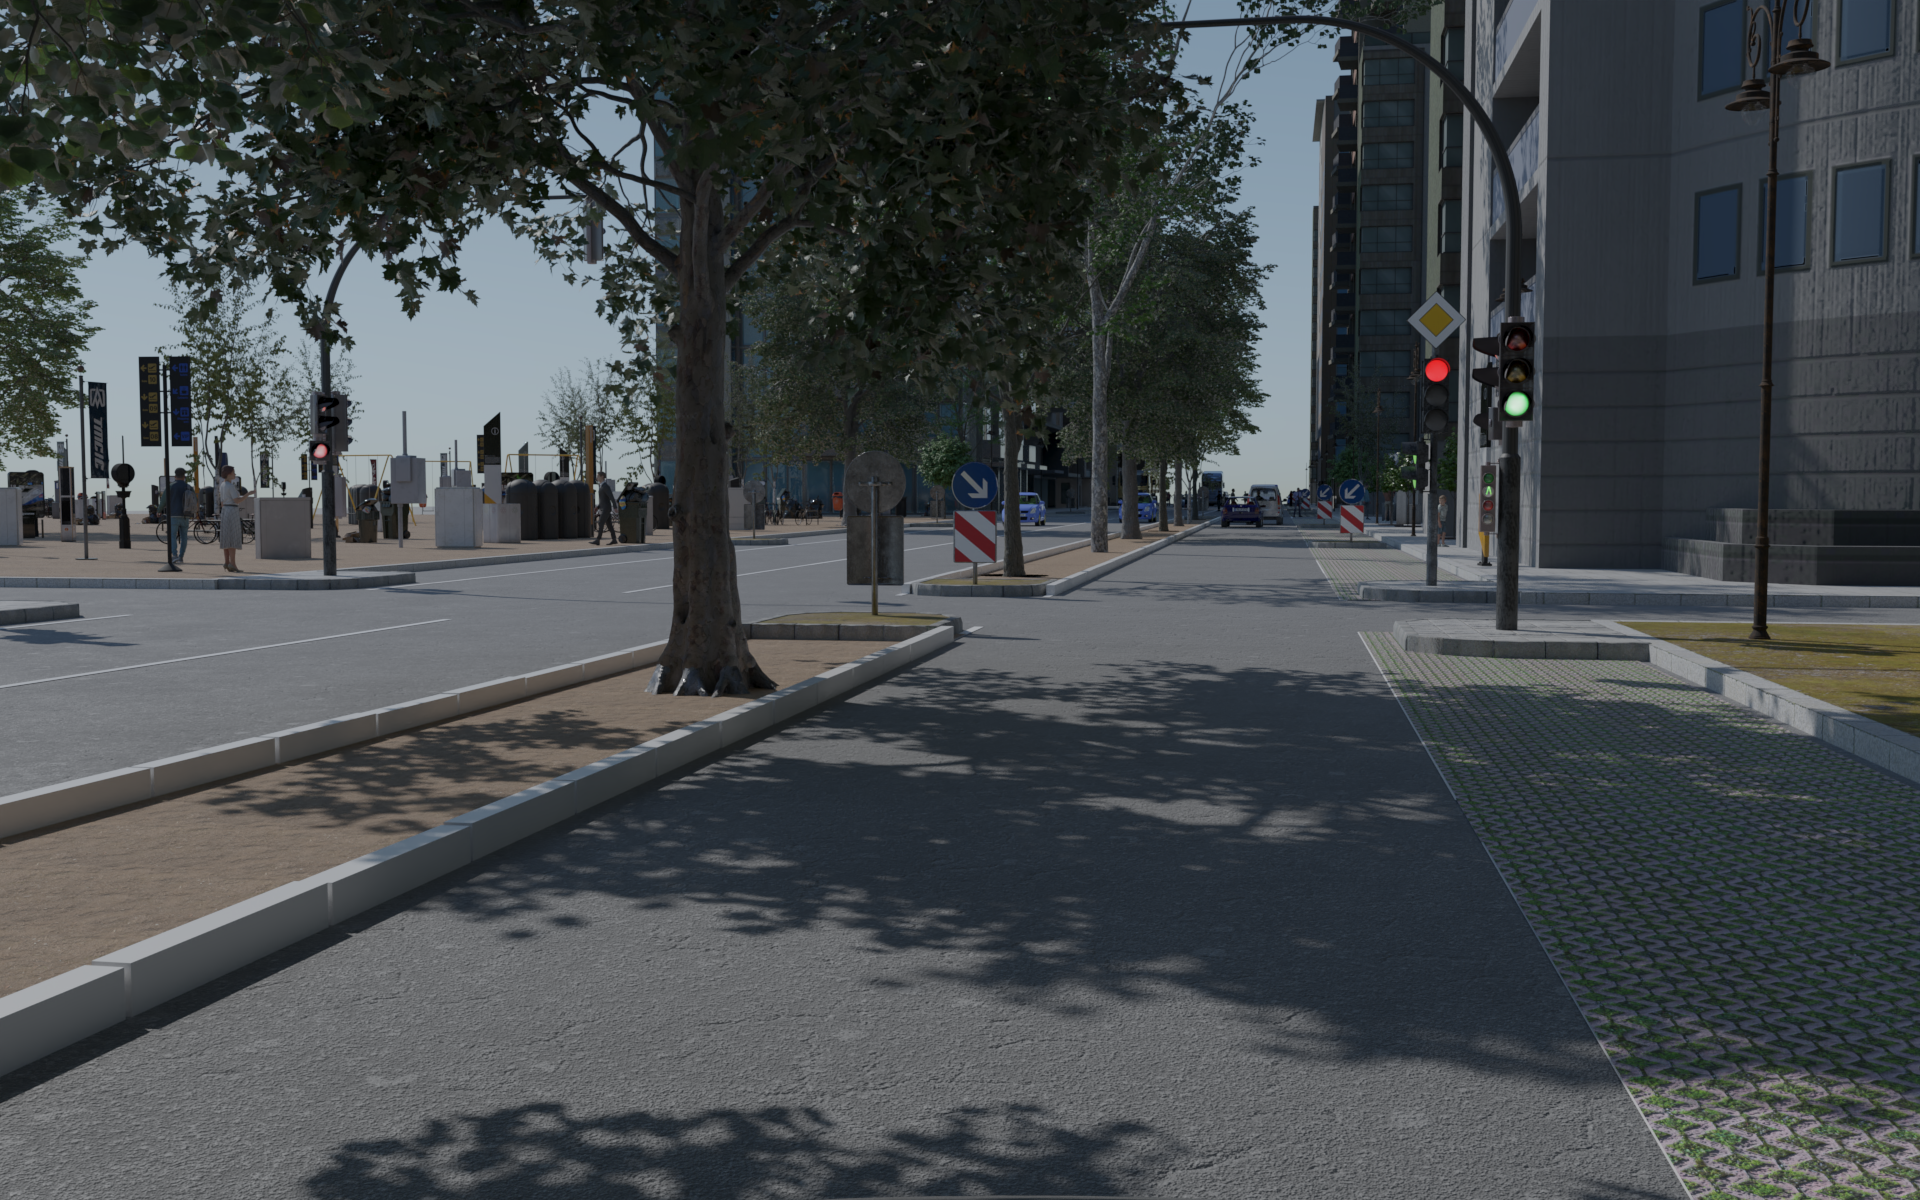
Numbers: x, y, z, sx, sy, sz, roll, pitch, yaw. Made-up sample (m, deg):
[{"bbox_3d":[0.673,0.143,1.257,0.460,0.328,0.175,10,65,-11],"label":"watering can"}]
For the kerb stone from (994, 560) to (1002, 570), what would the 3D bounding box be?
[{"bbox_3d":[0.601,-0.622,32.408,0.120,0.150,1.000,1,4,10],"label":"kerb stone"}]

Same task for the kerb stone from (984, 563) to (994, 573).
[{"bbox_3d":[0.423,-0.562,31.401,0.120,0.150,1.000,1,4,10],"label":"kerb stone"}]

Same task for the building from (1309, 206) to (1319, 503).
[{"bbox_3d":[56.937,-34.397,245.982,14.154,41.232,14.086,1,4,10],"label":"building"}]

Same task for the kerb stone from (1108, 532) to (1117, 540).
[{"bbox_3d":[4.844,-2.040,55.570,0.120,0.150,1.000,1,4,10],"label":"kerb stone"}]

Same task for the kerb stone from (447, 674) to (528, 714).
[{"bbox_3d":[-3.197,0.644,11.669,0.120,0.150,1.000,1,4,10],"label":"kerb stone"}]

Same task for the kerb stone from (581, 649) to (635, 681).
[{"bbox_3d":[-2.826,0.527,13.681,0.120,0.150,1.000,1,4,10],"label":"kerb stone"}]

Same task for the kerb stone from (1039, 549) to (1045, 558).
[{"bbox_3d":[1.710,-0.993,38.453,0.120,0.150,1.000,1,4,10],"label":"kerb stone"}]

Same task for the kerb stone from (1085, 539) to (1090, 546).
[{"bbox_3d":[3.375,-1.548,47.510,0.120,0.150,1.000,1,4,10],"label":"kerb stone"}]

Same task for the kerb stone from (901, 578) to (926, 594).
[{"bbox_3d":[-0.692,-0.187,25.355,0.120,0.150,1.000,1,4,10],"label":"kerb stone"}]

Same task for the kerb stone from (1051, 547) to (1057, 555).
[{"bbox_3d":[2.080,-1.117,40.465,0.120,0.150,1.000,1,4,10],"label":"kerb stone"}]

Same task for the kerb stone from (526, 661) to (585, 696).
[{"bbox_3d":[-3.015,0.591,12.675,0.120,0.150,1.000,1,4,10],"label":"kerb stone"}]

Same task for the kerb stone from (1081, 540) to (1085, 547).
[{"bbox_3d":[3.179,-1.487,46.507,0.120,0.150,1.000,1,4,10],"label":"kerb stone"}]

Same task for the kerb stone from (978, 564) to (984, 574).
[{"bbox_3d":[0.232,-0.501,30.394,0.120,0.150,1.000,1,4,10],"label":"kerb stone"}]

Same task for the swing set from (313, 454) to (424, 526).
[{"bbox_3d":[-23.632,-4.355,68.818,3.119,2.851,2.862,2,4,23],"label":"swing set"}]

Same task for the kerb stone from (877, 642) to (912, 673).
[{"bbox_3d":[-0.576,0.482,14.310,0.120,0.150,1.000,1,4,10],"label":"kerb stone"}]

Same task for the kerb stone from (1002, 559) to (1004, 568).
[{"bbox_3d":[0.787,-0.683,33.412,0.120,0.150,1.000,1,4,10],"label":"kerb stone"}]

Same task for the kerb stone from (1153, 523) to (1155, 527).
[{"bbox_3d":[7.983,-3.090,72.711,0.120,0.150,1.000,1,4,10],"label":"kerb stone"}]

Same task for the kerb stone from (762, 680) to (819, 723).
[{"bbox_3d":[-1.122,0.667,11.292,0.120,0.150,1.000,1,4,10],"label":"kerb stone"}]

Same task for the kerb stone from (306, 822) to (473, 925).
[{"bbox_3d":[-2.051,0.982,6.250,0.120,0.150,1.000,1,4,10],"label":"kerb stone"}]

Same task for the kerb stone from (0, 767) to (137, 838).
[{"bbox_3d":[-3.938,0.891,7.629,0.120,0.150,1.000,1,4,10],"label":"kerb stone"}]

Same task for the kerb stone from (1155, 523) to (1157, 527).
[{"bbox_3d":[8.166,-3.151,73.717,0.120,0.150,1.000,1,4,10],"label":"kerb stone"}]

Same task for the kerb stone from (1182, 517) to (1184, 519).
[{"bbox_3d":[12.592,-4.629,97.897,0.120,0.150,1.000,1,4,10],"label":"kerb stone"}]

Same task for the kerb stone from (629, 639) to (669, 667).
[{"bbox_3d":[-2.642,0.461,14.686,0.120,0.150,1.000,1,4,10],"label":"kerb stone"}]

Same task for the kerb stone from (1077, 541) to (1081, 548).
[{"bbox_3d":[3.005,-1.425,45.492,0.120,0.150,1.000,1,4,10],"label":"kerb stone"}]

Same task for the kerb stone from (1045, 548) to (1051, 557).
[{"bbox_3d":[1.891,-1.056,39.460,0.120,0.150,1.000,1,4,10],"label":"kerb stone"}]

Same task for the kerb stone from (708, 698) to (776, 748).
[{"bbox_3d":[-1.311,0.729,10.278,0.120,0.150,1.000,1,4,10],"label":"kerb stone"}]

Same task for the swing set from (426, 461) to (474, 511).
[{"bbox_3d":[-24.525,-5.117,81.279,3.119,2.851,2.862,-2,4,-24],"label":"swing set"}]

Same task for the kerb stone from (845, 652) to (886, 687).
[{"bbox_3d":[-0.757,0.544,13.304,0.120,0.150,1.000,1,4,10],"label":"kerb stone"}]

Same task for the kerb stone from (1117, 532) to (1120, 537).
[{"bbox_3d":[5.025,-2.103,56.580,0.120,0.150,1.000,1,4,10],"label":"kerb stone"}]

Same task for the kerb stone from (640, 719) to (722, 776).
[{"bbox_3d":[-1.503,0.790,9.273,0.120,0.150,1.000,1,4,10],"label":"kerb stone"}]

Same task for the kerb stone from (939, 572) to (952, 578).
[{"bbox_3d":[-0.322,-0.316,27.367,0.120,0.150,1.000,1,4,10],"label":"kerb stone"}]

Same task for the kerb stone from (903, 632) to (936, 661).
[{"bbox_3d":[-0.389,0.420,15.322,0.120,0.150,1.000,1,4,10],"label":"kerb stone"}]

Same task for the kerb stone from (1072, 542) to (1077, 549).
[{"bbox_3d":[2.816,-1.363,44.488,0.120,0.150,1.000,1,4,10],"label":"kerb stone"}]

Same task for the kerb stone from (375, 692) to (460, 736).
[{"bbox_3d":[-3.382,0.711,10.663,0.120,0.150,1.000,1,4,10],"label":"kerb stone"}]

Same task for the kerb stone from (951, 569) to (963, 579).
[{"bbox_3d":[-0.142,-0.378,28.373,0.120,0.150,1.000,1,4,10],"label":"kerb stone"}]

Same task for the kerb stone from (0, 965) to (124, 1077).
[{"bbox_3d":[-2.423,1.104,4.237,0.120,0.150,1.000,1,4,10],"label":"kerb stone"}]

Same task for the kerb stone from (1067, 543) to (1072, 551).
[{"bbox_3d":[2.634,-1.302,43.482,0.120,0.150,1.000,1,4,10],"label":"kerb stone"}]

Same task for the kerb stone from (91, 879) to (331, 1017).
[{"bbox_3d":[-2.237,1.037,5.242,0.120,0.150,1.000,1,4,10],"label":"kerb stone"}]

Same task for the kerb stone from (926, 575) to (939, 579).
[{"bbox_3d":[-0.509,-0.251,26.362,0.120,0.150,1.000,1,4,10],"label":"kerb stone"}]

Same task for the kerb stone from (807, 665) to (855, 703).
[{"bbox_3d":[-0.940,0.605,12.298,0.120,0.150,1.000,1,4,10],"label":"kerb stone"}]

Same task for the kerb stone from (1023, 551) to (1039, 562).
[{"bbox_3d":[1.521,-0.931,37.448,0.120,0.150,1.000,1,4,10],"label":"kerb stone"}]

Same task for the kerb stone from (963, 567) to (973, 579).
[{"bbox_3d":[0.047,-0.434,29.389,0.120,0.150,1.000,1,4,10],"label":"kerb stone"}]

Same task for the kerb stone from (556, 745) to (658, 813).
[{"bbox_3d":[-1.687,0.852,8.267,0.120,0.150,1.000,1,4,10],"label":"kerb stone"}]

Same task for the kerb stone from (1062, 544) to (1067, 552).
[{"bbox_3d":[2.442,-1.241,42.478,0.120,0.150,1.000,1,4,10],"label":"kerb stone"}]

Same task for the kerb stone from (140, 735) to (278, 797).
[{"bbox_3d":[-3.753,0.829,8.635,0.120,0.150,1.000,1,4,10],"label":"kerb stone"}]

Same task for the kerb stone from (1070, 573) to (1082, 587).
[{"bbox_3d":[1.736,-0.290,26.936,0.120,0.150,1.000,1,4,10],"label":"kerb stone"}]

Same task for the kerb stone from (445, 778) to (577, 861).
[{"bbox_3d":[-1.870,0.914,7.256,0.120,0.150,1.000,1,4,10],"label":"kerb stone"}]

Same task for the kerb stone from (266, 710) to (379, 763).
[{"bbox_3d":[-3.564,0.767,9.651,0.120,0.150,1.000,1,4,10],"label":"kerb stone"}]

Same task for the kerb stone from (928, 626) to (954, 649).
[{"bbox_3d":[-0.211,0.359,16.329,0.120,0.150,1.000,1,4,10],"label":"kerb stone"}]

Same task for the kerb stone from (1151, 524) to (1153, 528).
[{"bbox_3d":[7.798,-3.024,71.699,0.120,0.150,1.000,1,4,10],"label":"kerb stone"}]

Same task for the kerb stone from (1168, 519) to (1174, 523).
[{"bbox_3d":[10.746,-4.010,87.827,0.120,0.150,1.000,1,4,10],"label":"kerb stone"}]

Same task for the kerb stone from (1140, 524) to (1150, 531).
[{"bbox_3d":[7.435,-2.904,69.687,0.120,0.150,1.000,1,4,10],"label":"kerb stone"}]

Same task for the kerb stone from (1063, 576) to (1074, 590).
[{"bbox_3d":[1.551,-0.228,25.927,0.120,0.150,1.000,1,4,10],"label":"kerb stone"}]

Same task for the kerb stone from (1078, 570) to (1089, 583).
[{"bbox_3d":[1.919,-0.351,27.941,0.120,0.150,1.000,1,4,10],"label":"kerb stone"}]

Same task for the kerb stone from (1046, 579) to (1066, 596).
[{"bbox_3d":[1.366,-0.166,24.912,0.120,0.150,1.000,1,4,10],"label":"kerb stone"}]

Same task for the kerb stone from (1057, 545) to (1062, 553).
[{"bbox_3d":[2.258,-1.178,41.471,0.120,0.150,1.000,1,4,10],"label":"kerb stone"}]

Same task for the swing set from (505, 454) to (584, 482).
[{"bbox_3d":[-16.442,-4.304,67.996,3.119,2.851,2.862,-2,4,-32],"label":"swing set"}]
